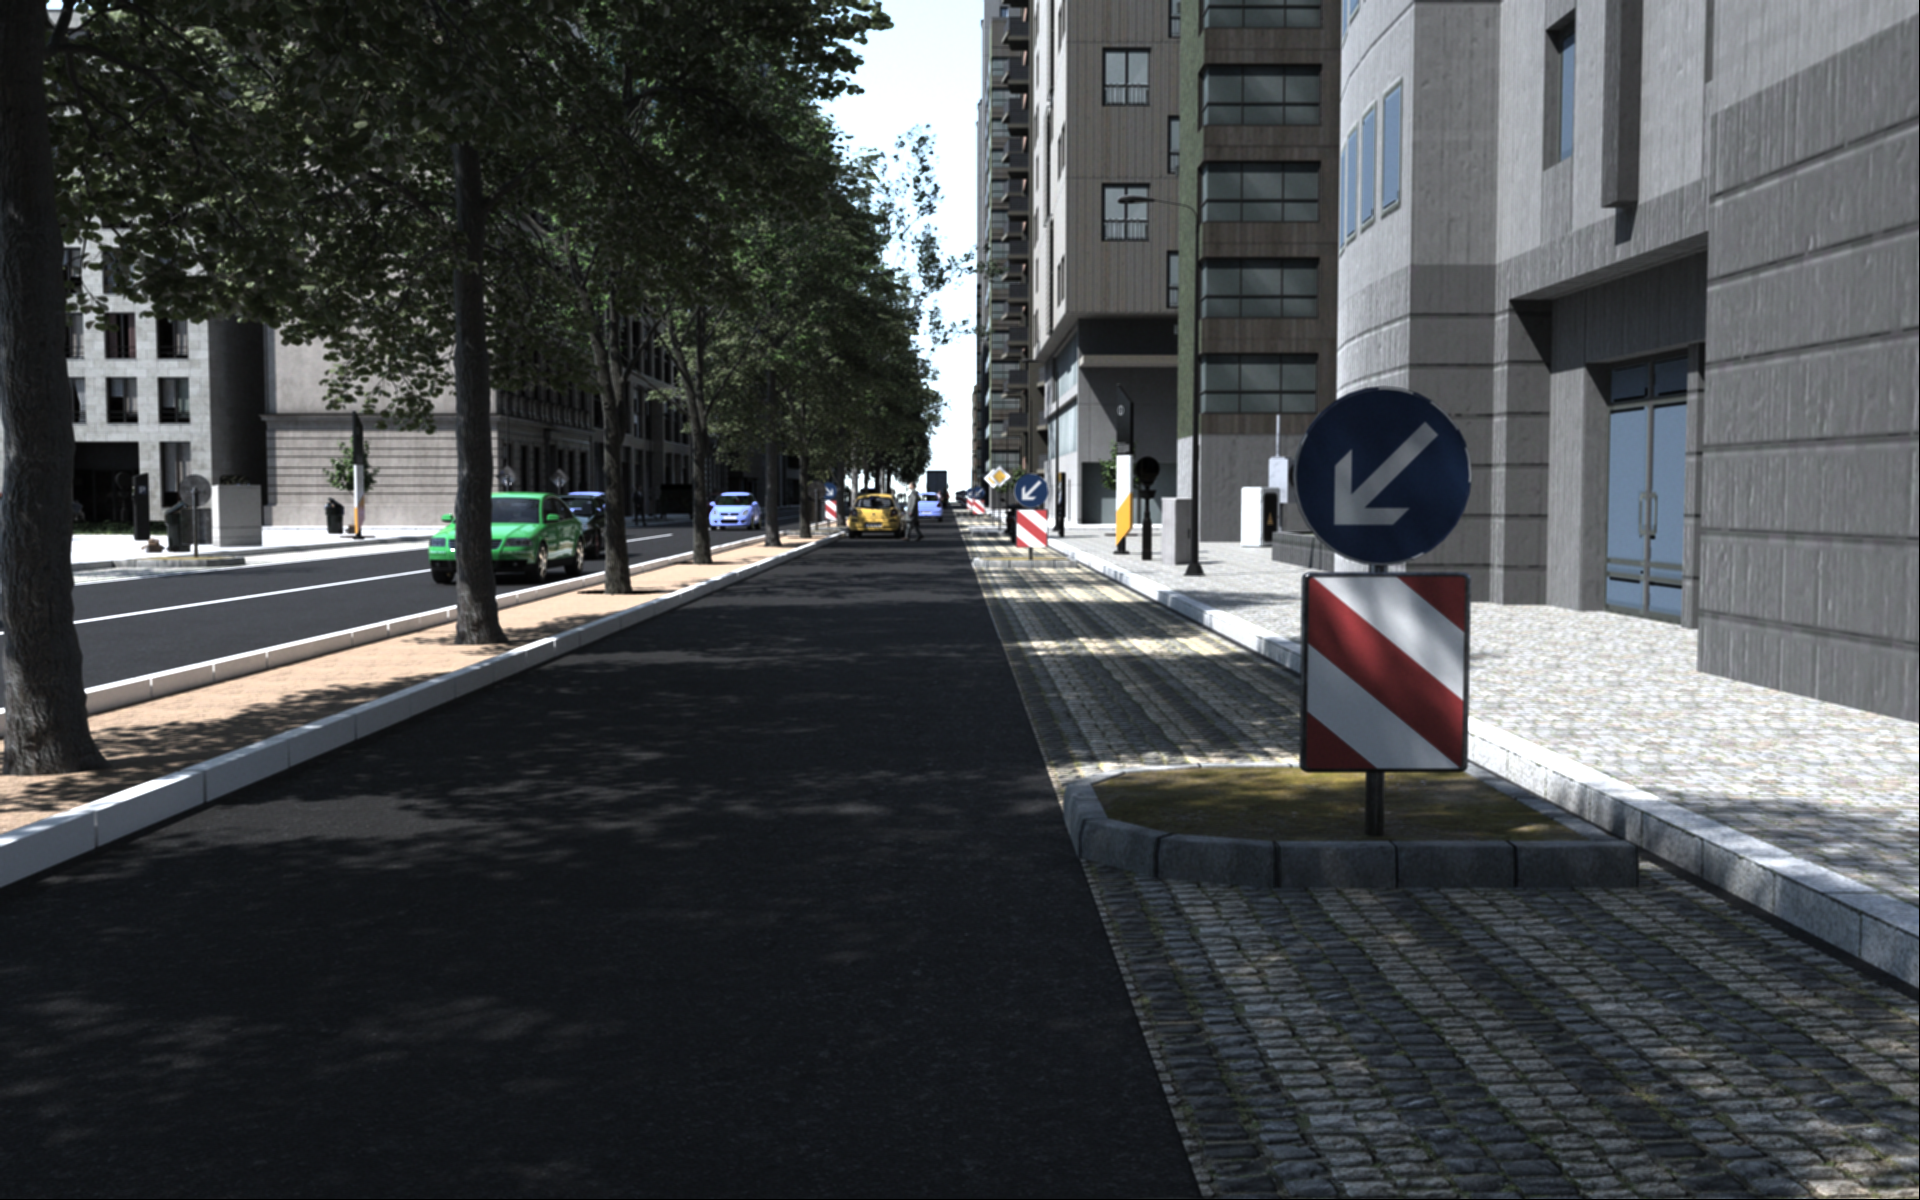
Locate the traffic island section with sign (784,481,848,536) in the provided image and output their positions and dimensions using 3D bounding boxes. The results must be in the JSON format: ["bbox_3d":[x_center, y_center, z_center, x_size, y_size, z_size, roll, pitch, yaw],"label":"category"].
[{"bbox_3d":[-5.021,-3.175,60.041,2.006,1.907,1.989,0,4,0],"label":"traffic island section with sign"}]

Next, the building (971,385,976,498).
[{"bbox_3d":[15.877,-27.119,288.429,27.650,21.520,28.899,0,4,0],"label":"building"}]

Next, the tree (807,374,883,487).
[{"bbox_3d":[-5.366,-7.666,78.153,4.737,8.622,4.395,0,3,0],"label":"tree"}]

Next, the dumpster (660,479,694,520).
[{"bbox_3d":[-15.693,-5.588,96.315,1.985,2.255,1.502,0,3,0],"label":"dumpster"}]

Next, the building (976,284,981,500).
[{"bbox_3d":[9.193,-28.533,238.216,14.160,30.474,14.107,0,4,0],"label":"building"}]

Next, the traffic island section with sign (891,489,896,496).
[{"bbox_3d":[-5.638,-8.223,142.585,2.006,1.907,1.989,0,4,0],"label":"traffic island section with sign"}]

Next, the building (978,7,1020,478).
[{"bbox_3d":[13.900,-33.974,175.090,23.786,49.044,30.456,0,4,0],"label":"building"}]

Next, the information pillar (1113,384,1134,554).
[{"bbox_3d":[3.494,-2.781,36.827,0.183,3.616,0.504,-2,4,-33],"label":"information pillar"}]

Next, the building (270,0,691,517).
[{"bbox_3d":[-28.369,-18.314,103.957,19.350,26.468,34.151,0,4,0],"label":"building"}]

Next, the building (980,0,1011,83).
[{"bbox_3d":[12.995,-40.494,204.074,21.231,58.520,28.212,0,4,0],"label":"building"}]

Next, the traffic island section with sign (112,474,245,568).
[{"bbox_3d":[-15.407,-1.578,34.422,1.989,1.847,2.006,0,4,0],"label":"traffic island section with sign"}]

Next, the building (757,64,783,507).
[{"bbox_3d":[-29.403,-38.406,169.933,21.231,58.520,28.212,0,4,0],"label":"building"}]

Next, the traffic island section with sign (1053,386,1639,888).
[{"bbox_3d":[1.455,0.088,7.197,1.989,1.847,2.006,0,4,0],"label":"traffic island section with sign"}]

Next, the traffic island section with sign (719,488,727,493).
[{"bbox_3d":[-16.035,-6.615,116.780,1.989,1.847,2.006,0,4,0],"label":"traffic island section with sign"}]

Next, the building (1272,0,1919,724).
[{"bbox_3d":[15.749,-29.285,20.809,21.231,58.520,28.212,0,4,0],"label":"building"}]

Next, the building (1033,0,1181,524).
[{"bbox_3d":[17.133,-30.188,82.814,27.495,52.752,28.713,0,4,0],"label":"building"}]

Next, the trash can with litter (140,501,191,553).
[{"bbox_3d":[-17.441,-1.636,38.141,1.055,1.170,0.624,-3,4,-39],"label":"trash can with litter"}]

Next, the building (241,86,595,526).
[{"bbox_3d":[-22.994,-13.005,77.254,10.561,19.102,19.286,0,4,0],"label":"building"}]

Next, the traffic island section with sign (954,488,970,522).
[{"bbox_3d":[0.837,-4.941,89.406,1.989,1.847,2.006,0,4,0],"label":"traffic island section with sign"}]

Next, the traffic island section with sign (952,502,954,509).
[{"bbox_3d":[0.629,-6.646,117.287,1.989,1.847,2.006,0,4,0],"label":"traffic island section with sign"}]

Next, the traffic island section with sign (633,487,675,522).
[{"bbox_3d":[-15.835,-4.966,89.826,1.989,1.847,2.006,0,4,0],"label":"traffic island section with sign"}]

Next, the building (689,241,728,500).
[{"bbox_3d":[-23.712,-18.566,132.435,11.050,23.489,19.941,0,4,0],"label":"building"}]

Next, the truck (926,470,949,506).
[{"bbox_3d":[-2.757,-13.450,208.827,2.839,4.237,11.283,0,4,0],"label":"truck"}]

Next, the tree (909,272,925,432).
[{"bbox_3d":[-4.962,-7.673,46.034,7.486,12.596,7.792,0,3,0],"label":"tree"}]

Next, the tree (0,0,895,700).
[{"bbox_3d":[-4.487,-5.819,15.727,7.486,12.596,7.792,0,3,0],"label":"tree"}]

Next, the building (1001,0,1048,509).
[{"bbox_3d":[14.326,-28.954,128.017,22.147,44.769,28.867,0,4,0],"label":"building"}]

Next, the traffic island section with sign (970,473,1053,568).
[{"bbox_3d":[1.261,-1.561,34.152,1.989,1.847,2.006,0,4,0],"label":"traffic island section with sign"}]

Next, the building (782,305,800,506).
[{"bbox_3d":[-29.470,-34.977,195.568,21.300,48.544,21.600,0,4,0],"label":"building"}]

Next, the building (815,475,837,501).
[{"bbox_3d":[-30.195,-37.530,268.242,22.147,44.769,28.867,0,4,0],"label":"building"}]

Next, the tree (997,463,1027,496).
[{"bbox_3d":[3.536,-6.799,105.763,1.663,3.219,1.824,0,3,0],"label":"tree"}]

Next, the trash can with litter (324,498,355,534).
[{"bbox_3d":[-19.924,-2.721,55.877,1.055,1.170,0.624,-2,4,-29],"label":"trash can with litter"}]

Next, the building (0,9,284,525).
[{"bbox_3d":[-37.468,-13.279,71.859,16.860,20.320,10.420,0,4,0],"label":"building"}]

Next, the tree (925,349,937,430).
[{"bbox_3d":[-4.865,-9.251,71.837,7.486,12.596,7.792,0,3,0],"label":"tree"}]

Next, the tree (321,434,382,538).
[{"bbox_3d":[-17.699,-3.451,51.030,1.663,3.219,1.824,0,3,0],"label":"tree"}]

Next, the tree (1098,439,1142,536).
[{"bbox_3d":[5.105,-3.599,53.438,1.663,3.219,1.824,0,3,0],"label":"tree"}]

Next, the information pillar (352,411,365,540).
[{"bbox_3d":[-16.990,-3.521,48.926,0.183,3.616,0.504,0,4,5],"label":"information pillar"}]

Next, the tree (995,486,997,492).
[{"bbox_3d":[3.572,-9.185,144.777,1.663,3.219,1.824,0,3,0],"label":"tree"}]

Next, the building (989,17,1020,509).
[{"bbox_3d":[9.587,-28.693,152.727,14.154,41.232,14.086,0,4,0],"label":"building"}]

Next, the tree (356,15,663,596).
[{"bbox_3d":[-5.003,-5.892,24.542,9.928,11.665,9.643,0,3,0],"label":"tree"}]

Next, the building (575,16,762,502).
[{"bbox_3d":[-24.896,-30.526,149.202,14.600,45.320,14.200,0,4,0],"label":"building"}]

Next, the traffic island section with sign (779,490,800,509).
[{"bbox_3d":[-16.409,-9.699,167.214,1.989,1.847,2.006,0,4,0],"label":"traffic island section with sign"}]

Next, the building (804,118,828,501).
[{"bbox_3d":[-32.509,-39.747,239.100,28.713,52.752,27.495,0,4,0],"label":"building"}]

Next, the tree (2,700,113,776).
[{"bbox_3d":[-4.601,-5.356,8.154,7.486,12.596,7.792,0,3,0],"label":"tree"}]

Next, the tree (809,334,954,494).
[{"bbox_3d":[-5.198,-11.589,108.952,9.611,12.733,9.660,0,3,0],"label":"tree"}]

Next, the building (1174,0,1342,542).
[{"bbox_3d":[13.384,-17.160,52.267,14.160,30.474,14.107,0,4,0],"label":"building"}]

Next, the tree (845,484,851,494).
[{"bbox_3d":[-19.541,-18.664,299.760,1.663,3.219,1.824,0,3,0],"label":"tree"}]

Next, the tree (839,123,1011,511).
[{"bbox_3d":[-4.176,-14.018,87.532,12.611,20.169,13.585,0,3,0],"label":"tree"}]

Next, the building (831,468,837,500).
[{"bbox_3d":[-27.418,-37.127,290.624,14.154,41.232,14.086,0,4,0],"label":"building"}]

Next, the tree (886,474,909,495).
[{"bbox_3d":[-5.427,-11.523,141.213,4.360,8.622,3.978,0,3,0],"label":"tree"}]

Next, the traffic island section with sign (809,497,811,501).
[{"bbox_3d":[-16.623,-11.382,194.726,1.989,1.847,2.006,0,4,0],"label":"traffic island section with sign"}]
